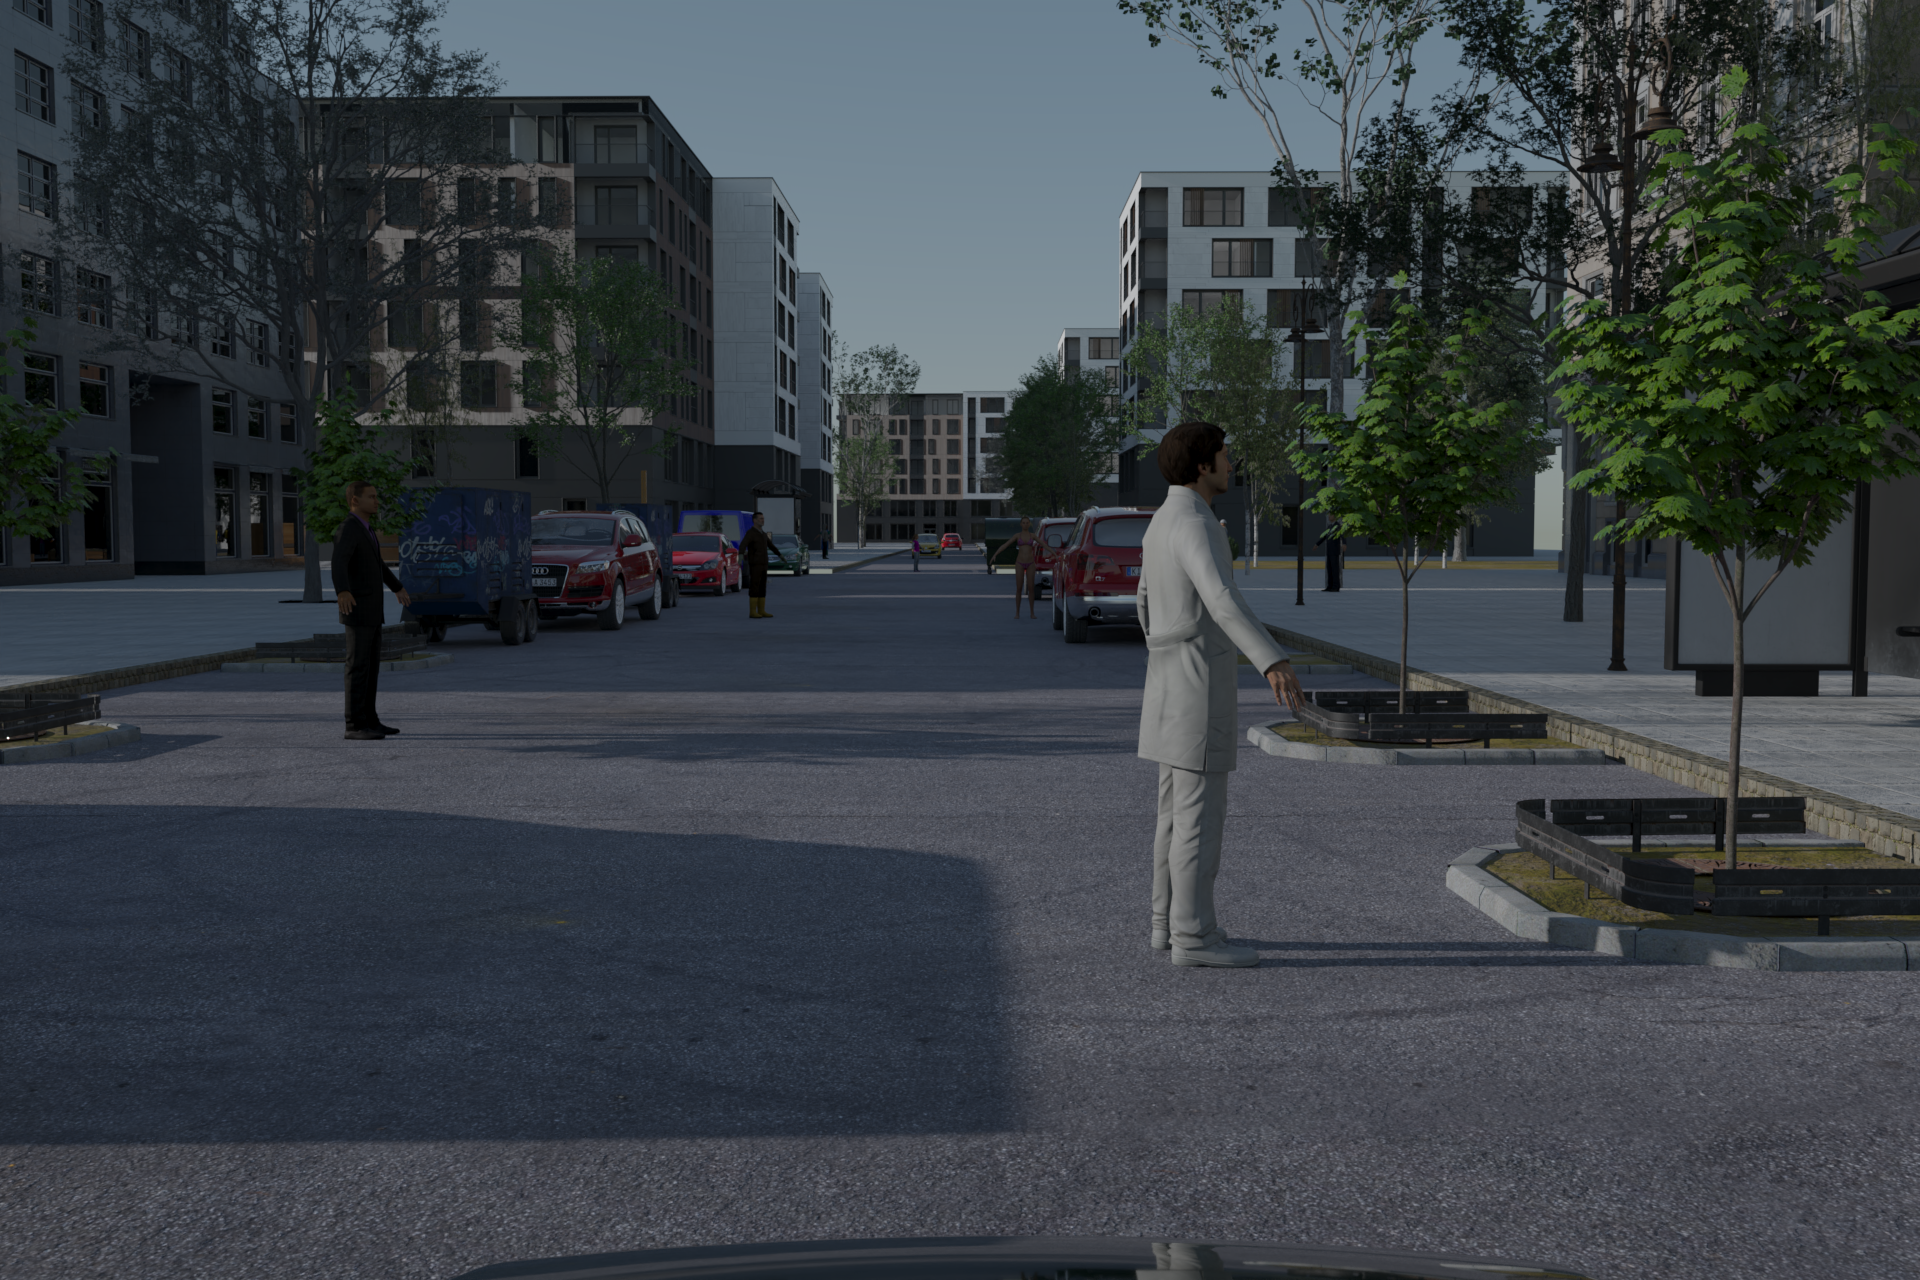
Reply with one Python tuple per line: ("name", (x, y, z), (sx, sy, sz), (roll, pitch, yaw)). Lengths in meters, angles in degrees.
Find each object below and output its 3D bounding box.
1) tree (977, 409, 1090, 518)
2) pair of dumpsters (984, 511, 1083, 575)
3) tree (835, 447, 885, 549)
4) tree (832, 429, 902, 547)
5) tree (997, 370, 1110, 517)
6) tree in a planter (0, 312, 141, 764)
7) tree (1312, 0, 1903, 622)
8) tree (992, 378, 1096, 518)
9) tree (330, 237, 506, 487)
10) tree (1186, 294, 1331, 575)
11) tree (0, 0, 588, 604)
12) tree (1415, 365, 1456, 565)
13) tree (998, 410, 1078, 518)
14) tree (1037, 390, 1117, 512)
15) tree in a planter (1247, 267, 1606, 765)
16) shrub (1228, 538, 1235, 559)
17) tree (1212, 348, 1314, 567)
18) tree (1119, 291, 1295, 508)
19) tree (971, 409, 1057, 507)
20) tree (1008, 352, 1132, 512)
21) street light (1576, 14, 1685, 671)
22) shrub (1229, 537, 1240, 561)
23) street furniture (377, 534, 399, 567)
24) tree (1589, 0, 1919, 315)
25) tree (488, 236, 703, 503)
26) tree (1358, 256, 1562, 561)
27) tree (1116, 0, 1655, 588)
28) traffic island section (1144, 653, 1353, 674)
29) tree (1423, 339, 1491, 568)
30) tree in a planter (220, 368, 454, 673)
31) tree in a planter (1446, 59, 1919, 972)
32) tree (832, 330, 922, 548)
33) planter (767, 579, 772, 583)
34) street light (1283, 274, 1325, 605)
("tree", (6.272, -14.554, 148.322), (12.009, 13.543, 11.850), (0, 3, 0))
("pair of dumpsters", (3.070, -3.465, 61.597), (4.436, 2.255, 1.574), (0, 4, 1))
("tree", (-8.861, -12.038, 147.189), (4.360, 8.622, 3.978), (0, 3, 0))
("tree", (-9.250, -14.918, 169.672), (9.928, 11.665, 9.643), (0, 3, 0))
("tree", (5.987, -11.290, 110.343), (9.928, 11.665, 9.643), (0, 3, 0))
("tree in a planter", (-6.702, -0.873, 11.490), (1.991, 3.239, 1.994), (0, 4, 0))
("tree", (8.785, -5.528, 24.796), (8.767, 10.594, 7.601), (2, 4, 33))
("tree", (5.994, -12.538, 123.119), (7.486, 12.596, 7.792), (0, 3, 0))
("tree", (-12.766, -5.672, 43.092), (4.360, 8.622, 3.978), (0, 3, 0))
("tree", (9.202, -6.324, 53.755), (4.737, 8.622, 4.395), (0, 3, 0))
("tree", (-12.027, -7.441, 32.035), (12.009, 13.543, 11.850), (0, 3, 0))
("tree", (19.176, -7.438, 71.980), (4.360, 8.622, 3.978), (0, 3, 0))
("tree", (6.749, -13.333, 136.115), (7.486, 12.596, 7.792), (0, 3, 0))
("tree", (5.677, -8.527, 89.775), (4.360, 8.622, 3.978), (0, 3, 0))
("tree in a planter", (3.004, -0.881, 11.634), (1.991, 3.239, 1.994), (0, 4, -1))
("shrub", (10.640, -3.610, 70.139), (1.383, 1.207, 1.383), (0, 3, 0))
("tree", (11.476, -7.190, 67.915), (4.360, 8.622, 3.978), (0, 3, 0))
("tree", (10.747, -9.168, 75.655), (9.928, 11.665, 9.643), (0, 3, 0))
("tree", (6.178, -15.483, 163.517), (12.009, 13.543, 11.850), (0, 3, 0))
("tree", (6.326, -10.650, 99.890), (9.928, 11.665, 9.643), (0, 3, 0))
("street light", (6.185, -2.650, 16.115), (0.468, 5.910, 1.993), (0, 4, 1))
("shrub", (12.264, -4.149, 78.961), (1.383, 1.207, 1.383), (0, 3, 0))
("street furniture", (-21.069, -3.986, 72.024), (9.812, 1.723, 11.010), (-2, 4, -24))
("tree", (8.891, -4.068, 16.868), (4.360, 8.622, 3.978), (0, 3, 0))
("tree", (-12.626, -8.278, 61.093), (9.928, 11.665, 9.643), (0, 3, 0))
("tree", (23.591, -10.679, 81.259), (9.857, 13.997, 8.962), (0, 3, 0))
("tree", (10.231, -11.262, 40.023), (12.611, 20.169, 13.585), (0, 3, 0))
("traffic island section", (3.023, 0.255, 18.690), (1.991, 0.108, 1.994), (0, 3, 0))
("tree", (18.332, -7.024, 65.207), (4.360, 8.622, 3.978), (0, 3, 0))
("tree in a planter", (-6.661, -1.321, 18.819), (1.991, 3.239, 1.994), (0, 4, 1))
("tree in a planter", (2.973, -0.572, 6.571), (1.991, 3.239, 1.994), (0, 4, -1))
("tree", (-10.216, -18.522, 158.721), (12.611, 20.169, 13.585), (0, 3, 0))
("planter", (-6.562, -1.819, 50.888), (1.991, 0.319, 1.994), (0, 4, 0))
("street light", (6.132, -3.564, 31.062), (0.468, 5.910, 1.993), (0, 3, 0))
